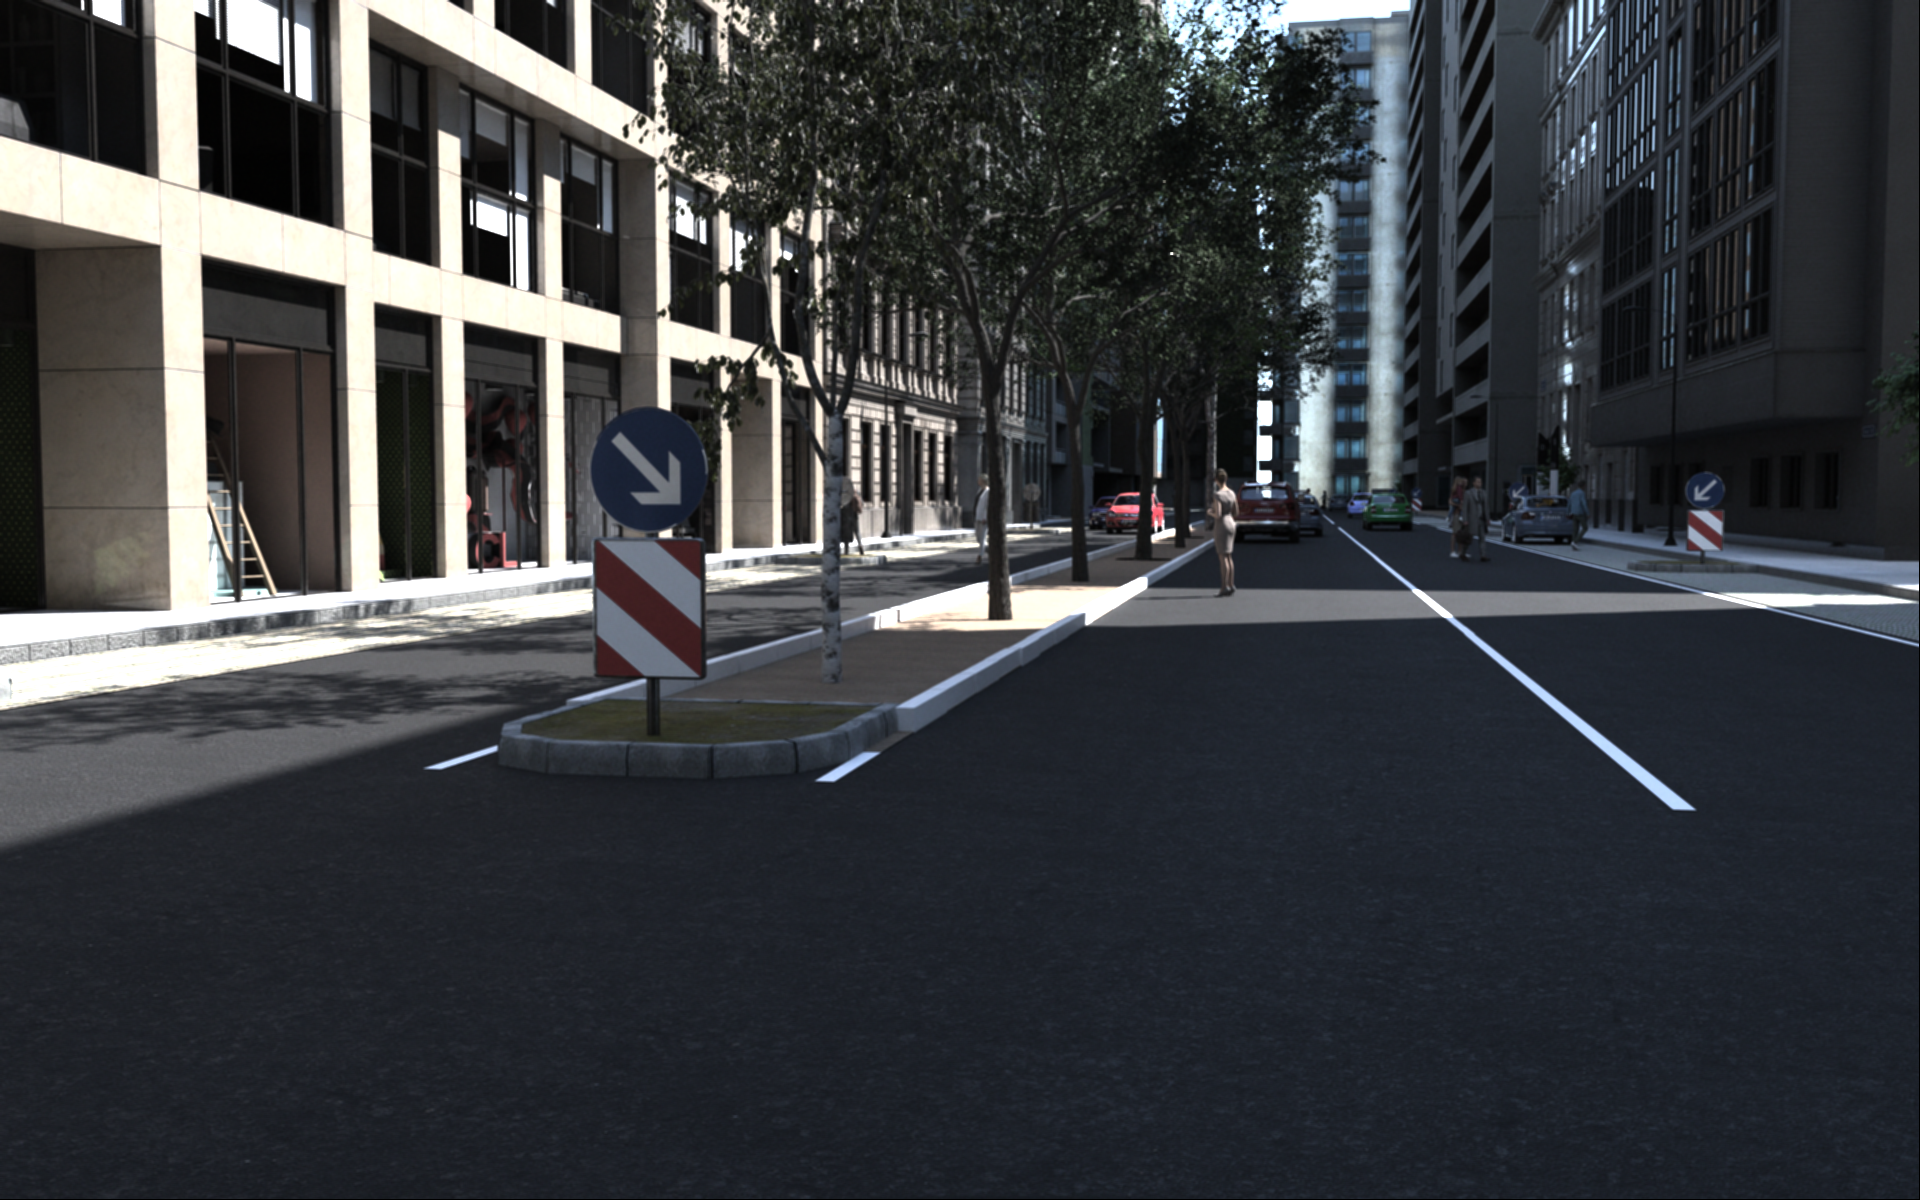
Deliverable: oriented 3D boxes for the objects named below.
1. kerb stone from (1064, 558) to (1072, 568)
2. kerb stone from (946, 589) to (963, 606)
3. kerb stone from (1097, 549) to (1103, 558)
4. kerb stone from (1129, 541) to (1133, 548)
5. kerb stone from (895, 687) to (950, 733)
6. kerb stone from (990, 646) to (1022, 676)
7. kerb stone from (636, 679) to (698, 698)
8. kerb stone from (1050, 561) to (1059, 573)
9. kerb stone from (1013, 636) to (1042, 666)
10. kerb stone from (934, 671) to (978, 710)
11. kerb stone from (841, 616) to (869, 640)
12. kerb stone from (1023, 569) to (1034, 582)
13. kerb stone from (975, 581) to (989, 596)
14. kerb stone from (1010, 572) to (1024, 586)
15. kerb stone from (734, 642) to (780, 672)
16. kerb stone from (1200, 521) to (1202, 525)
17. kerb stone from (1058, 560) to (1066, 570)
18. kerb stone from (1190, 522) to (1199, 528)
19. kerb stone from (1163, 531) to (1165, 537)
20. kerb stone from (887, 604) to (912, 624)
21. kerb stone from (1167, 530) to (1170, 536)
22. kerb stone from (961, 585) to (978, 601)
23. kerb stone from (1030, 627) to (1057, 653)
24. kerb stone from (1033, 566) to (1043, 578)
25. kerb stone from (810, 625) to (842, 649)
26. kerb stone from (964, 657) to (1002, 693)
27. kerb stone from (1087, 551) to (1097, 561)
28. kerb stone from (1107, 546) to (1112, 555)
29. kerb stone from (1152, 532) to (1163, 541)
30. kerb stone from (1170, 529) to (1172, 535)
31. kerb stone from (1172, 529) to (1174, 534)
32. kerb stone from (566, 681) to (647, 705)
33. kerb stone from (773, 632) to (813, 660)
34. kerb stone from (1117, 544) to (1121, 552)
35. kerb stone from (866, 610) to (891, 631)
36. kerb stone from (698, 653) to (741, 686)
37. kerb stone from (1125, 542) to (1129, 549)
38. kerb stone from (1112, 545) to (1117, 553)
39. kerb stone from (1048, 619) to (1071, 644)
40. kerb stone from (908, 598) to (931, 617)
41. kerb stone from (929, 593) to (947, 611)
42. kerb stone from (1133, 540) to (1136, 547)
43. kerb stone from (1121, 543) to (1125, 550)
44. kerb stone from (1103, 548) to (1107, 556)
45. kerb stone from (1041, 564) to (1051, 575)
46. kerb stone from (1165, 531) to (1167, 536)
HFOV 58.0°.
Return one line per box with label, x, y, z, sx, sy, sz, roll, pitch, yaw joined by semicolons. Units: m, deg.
kerb stone;2.007;-0.687;33.420;0.120;0.150;1.000;1;4;11
kerb stone;-0.153;-0.007;22.350;0.120;0.150;1.000;1;4;11
kerb stone;2.997;-0.995;38.458;0.120;0.150;1.000;1;4;11
kerb stone;4.359;-1.425;45.493;0.120;0.150;1.000;1;4;11
kerb stone;-0.239;0.692;10.883;0.120;0.150;1.000;1;4;11
kerb stone;0.339;0.507;13.901;0.120;0.150;1.000;1;4;11
kerb stone;-2.108;0.610;12.294;0.120;0.150;1.000;1;4;11
kerb stone;1.628;-0.564;31.410;0.120;0.150;1.000;1;4;11
kerb stone;0.556;0.446;14.910;0.120;0.150;1.000;1;4;11
kerb stone;-0.047;0.630;11.887;0.120;0.150;1.000;1;4;11
kerb stone;-1.120;0.298;17.320;0.120;0.150;1.000;1;4;11
kerb stone;1.031;-0.375;28.388;0.120;0.150;1.000;1;4;11
kerb stone;0.240;-0.133;24.370;0.120;0.150;1.000;1;4;11
kerb stone;0.834;-0.312;27.385;0.120;0.150;1.000;1;4;11
kerb stone;-1.713;0.483;14.304;0.120;0.150;1.000;1;4;11
kerb stone;10.643;-3.393;77.711;0.120;0.150;1.000;1;4;11
kerb stone;1.810;-0.625;32.417;0.120;0.150;1.000;1;4;11
kerb stone;10.249;-3.272;75.700;0.120;0.150;1.000;1;4;11
kerb stone;6.515;-2.101;56.553;0.120;0.150;1.000;1;4;11
kerb stone;-0.735;0.177;19.338;0.120;0.150;1.000;1;4;11
kerb stone;6.906;-2.222;58.566;0.120;0.150;1.000;1;4;11
kerb stone;0.054;-0.071;23.361;0.120;0.150;1.000;1;4;11
kerb stone;0.738;0.384;15.919;0.120;0.150;1.000;1;4;11
kerb stone;1.226;-0.437;29.401;0.120;0.150;1.000;1;4;11
kerb stone;-1.322;0.364;16.311;0.120;0.150;1.000;1;4;11
kerb stone;0.151;0.569;12.892;0.120;0.150;1.000;1;4;11
kerb stone;2.801;-0.933;37.453;0.120;0.150;1.000;1;4;11
kerb stone;3.378;-1.118;40.467;0.120;0.150;1.000;1;4;11
kerb stone;6.315;-2.038;55.536;0.120;0.150;1.000;1;4;11
kerb stone;7.096;-2.286;59.578;0.120;0.150;1.000;1;4;11
kerb stone;7.302;-2.348;60.588;0.120;0.150;1.000;1;4;11
kerb stone;-2.301;0.671;11.283;0.120;0.150;1.000;1;4;11
kerb stone;-1.518;0.421;15.308;0.120;0.150;1.000;1;4;11
kerb stone;3.774;-1.240;42.473;0.120;0.150;1.000;1;4;11
kerb stone;-0.927;0.236;18.330;0.120;0.150;1.000;1;4;11
kerb stone;-1.915;0.544;13.297;0.120;0.150;1.000;1;4;11
kerb stone;4.165;-1.361;44.488;0.120;0.150;1.000;1;4;11
kerb stone;3.581;-1.179;41.469;0.120;0.150;1.000;1;4;11
kerb stone;0.939;0.322;16.930;0.120;0.150;1.000;1;4;11
kerb stone;-0.539;0.113;20.342;0.120;0.150;1.000;1;4;11
kerb stone;-0.344;0.054;21.346;0.120;0.150;1.000;1;4;11
kerb stone;4.555;-1.478;46.497;0.120;0.150;1.000;1;4;11
kerb stone;3.967;-1.302;43.477;0.120;0.150;1.000;1;4;11
kerb stone;3.183;-1.053;39.464;0.120;0.150;1.000;1;4;11
kerb stone;1.424;-0.502;30.409;0.120;0.150;1.000;1;4;11
kerb stone;6.712;-2.163;57.562;0.120;0.150;1.000;1;4;11
